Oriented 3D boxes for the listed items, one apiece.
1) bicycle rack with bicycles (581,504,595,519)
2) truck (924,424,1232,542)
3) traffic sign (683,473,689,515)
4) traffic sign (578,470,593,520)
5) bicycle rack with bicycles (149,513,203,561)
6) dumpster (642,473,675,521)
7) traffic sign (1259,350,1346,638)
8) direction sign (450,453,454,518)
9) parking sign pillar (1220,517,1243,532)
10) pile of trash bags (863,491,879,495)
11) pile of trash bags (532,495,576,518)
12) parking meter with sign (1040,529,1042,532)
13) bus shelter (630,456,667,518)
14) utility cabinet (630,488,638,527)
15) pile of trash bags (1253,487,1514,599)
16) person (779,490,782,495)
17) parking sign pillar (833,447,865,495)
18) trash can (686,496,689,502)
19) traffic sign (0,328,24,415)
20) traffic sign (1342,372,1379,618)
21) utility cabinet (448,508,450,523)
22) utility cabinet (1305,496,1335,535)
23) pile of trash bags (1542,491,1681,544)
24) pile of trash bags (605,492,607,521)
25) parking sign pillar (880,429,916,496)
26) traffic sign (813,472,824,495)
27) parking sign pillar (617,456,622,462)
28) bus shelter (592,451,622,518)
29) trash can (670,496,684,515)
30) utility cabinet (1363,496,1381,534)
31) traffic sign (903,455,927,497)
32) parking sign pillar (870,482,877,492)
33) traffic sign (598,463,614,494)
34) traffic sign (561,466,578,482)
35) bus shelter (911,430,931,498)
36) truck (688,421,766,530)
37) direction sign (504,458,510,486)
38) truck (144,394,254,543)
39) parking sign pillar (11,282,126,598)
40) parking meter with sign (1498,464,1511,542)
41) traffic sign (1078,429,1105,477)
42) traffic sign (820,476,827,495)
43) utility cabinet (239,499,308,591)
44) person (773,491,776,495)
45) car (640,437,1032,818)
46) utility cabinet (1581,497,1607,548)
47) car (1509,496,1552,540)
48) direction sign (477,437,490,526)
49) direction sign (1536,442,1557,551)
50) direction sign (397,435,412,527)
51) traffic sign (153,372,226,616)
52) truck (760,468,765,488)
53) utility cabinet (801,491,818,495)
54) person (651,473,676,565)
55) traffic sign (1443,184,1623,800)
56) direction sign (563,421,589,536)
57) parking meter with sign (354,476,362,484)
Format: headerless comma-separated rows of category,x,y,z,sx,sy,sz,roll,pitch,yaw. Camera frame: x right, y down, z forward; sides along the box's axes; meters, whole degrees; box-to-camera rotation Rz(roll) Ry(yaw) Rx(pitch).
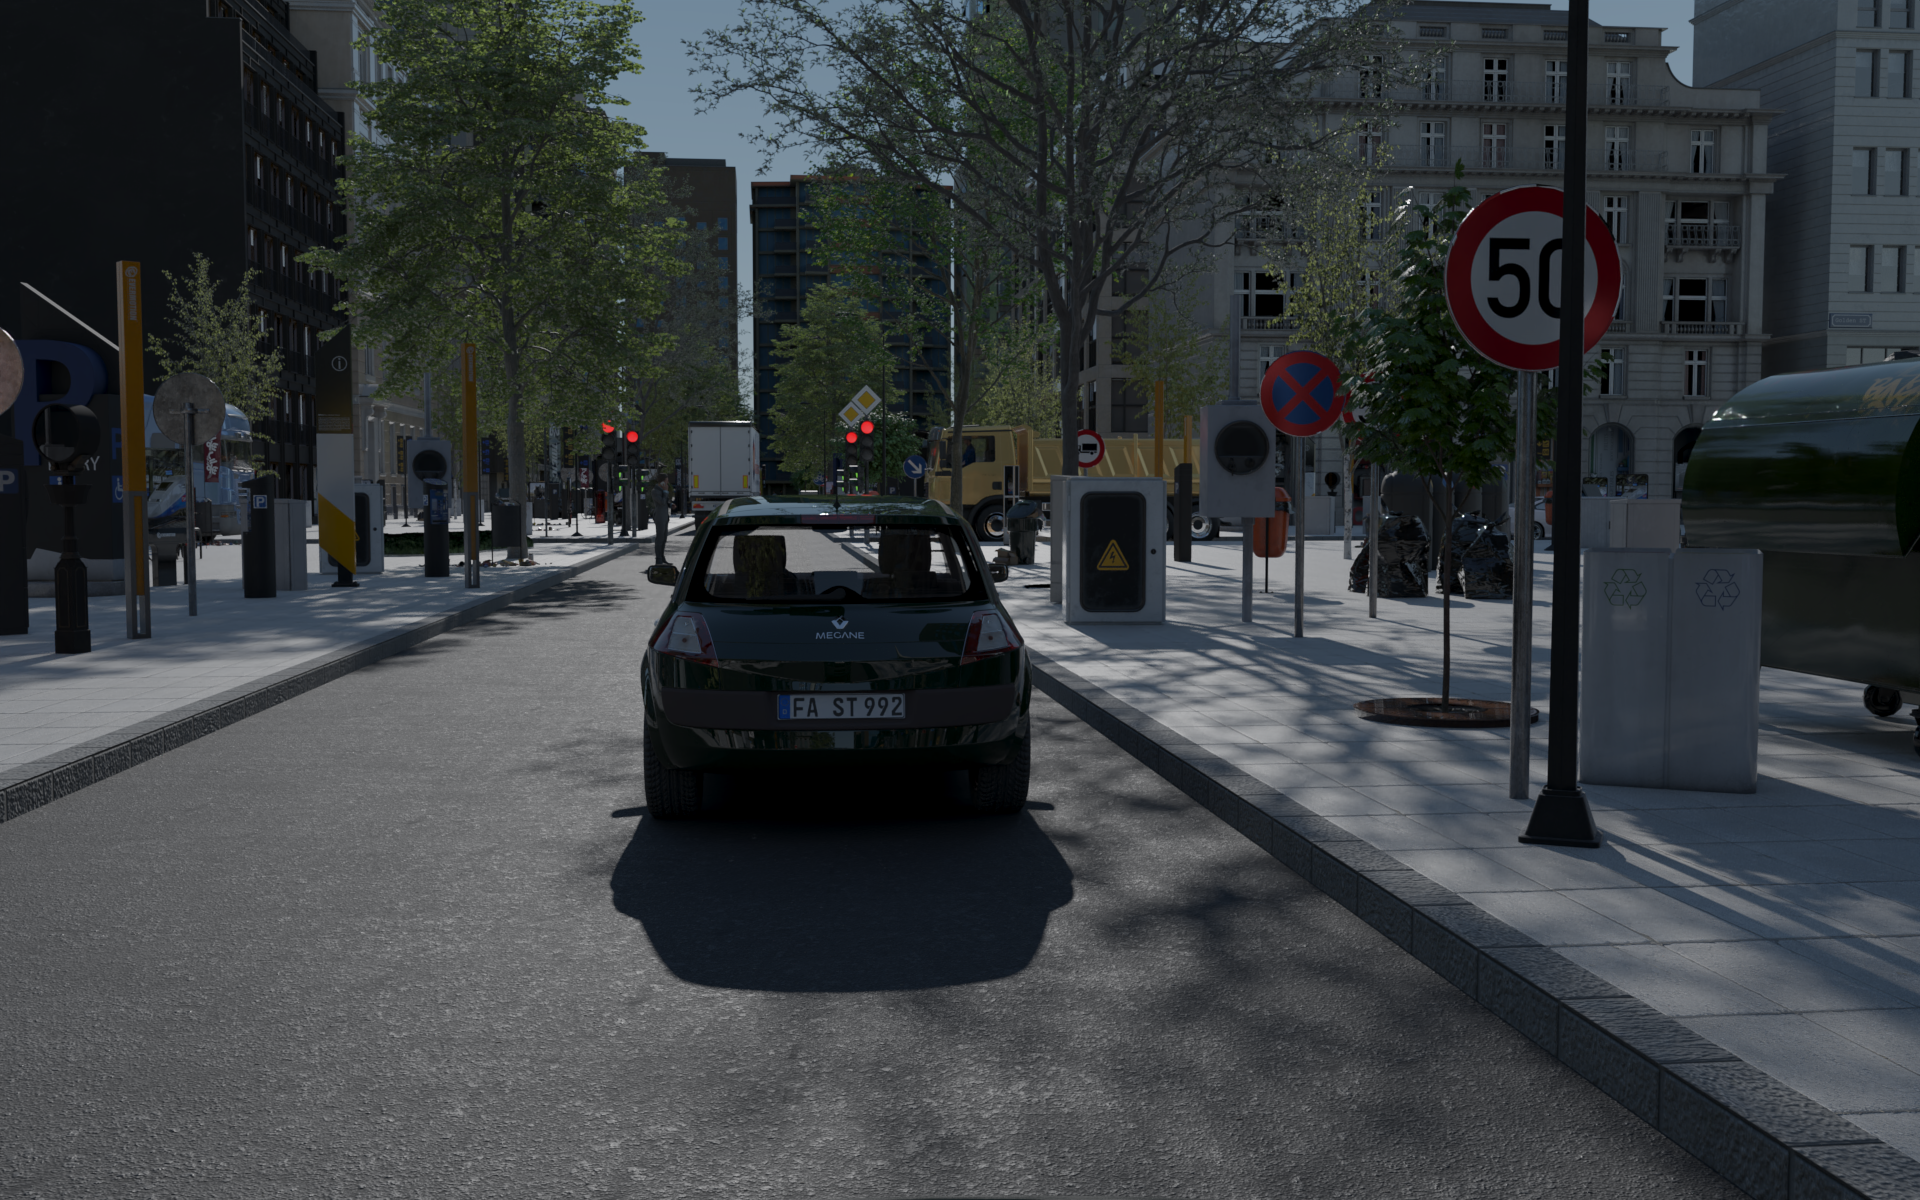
bicycle rack with bicycles,-17.632,-4.616,88.847,2.925,0.926,2.852,1,4,11
truck,3.027,-3.279,49.541,9.791,3.379,3.469,0,4,-5
traffic sign,-16.655,-6.389,104.558,0.768,2.556,0.104,0,4,-6
traffic sign,-18.796,-5.312,86.957,0.768,2.556,0.104,0,4,0
bicycle rack with bicycles,-15.782,-1.233,33.537,2.852,0.926,2.925,0,4,3
dumpster,-13.852,-4.694,79.242,1.502,2.255,1.985,0,4,-6
traffic sign,3.036,-0.938,15.439,0.768,2.556,0.104,0,4,0
direction sign,-26.995,-6.085,91.485,0.876,3.537,0.379,3,5,41
parking sign pillar,9.552,-4.338,59.395,1.447,3.967,1.447,3,4,36
pile of trash bags,-1.653,-2.749,54.702,3.447,1.369,1.912,-3,5,-39
pile of trash bags,-22.116,-5.007,91.618,3.447,1.369,1.912,-2,4,-26
parking meter with sign,1.937,-3.841,59.060,1.738,3.016,0.543,0,4,-5
bus shelter,-17.259,-6.199,95.272,2.014,3.302,5.546,0,4,-7
utility cabinet,-12.640,-3.609,67.679,0.318,1.500,1.173,-2,4,-25
pile of trash bags,5.385,-0.763,22.227,3.447,1.369,1.912,1,4,16
person,-16.810,-9.449,163.008,0.705,1.821,1.348,0,4,-7
parking sign pillar,-5.513,-5.703,81.710,1.447,3.967,1.447,-2,4,-31
trash can,-18.067,-6.220,113.354,0.748,1.137,0.748,0,3,0
traffic sign,-7.128,-0.756,12.468,0.768,2.556,0.104,0,4,-4
traffic sign,4.282,-1.088,17.890,0.768,2.556,0.104,0,4,-6
utility cabinet,-22.908,-3.976,76.168,1.020,1.237,0.306,2,4,25
utility cabinet,11.326,-2.665,54.742,1.020,1.237,0.306,3,5,43
pile of trash bags,17.253,-2.213,45.930,3.447,1.369,1.912,1,4,15
pile of trash bags,-16.458,-4.438,82.316,1.912,1.369,3.447,0,4,6
parking sign pillar,-2.347,-5.061,71.212,1.447,3.967,1.447,2,4,24
traffic sign,-7.991,-6.019,98.513,0.768,2.556,0.104,0,4,-5
parking sign pillar,-21.396,-7.239,106.833,1.447,3.967,1.447,0,4,-8
bus shelter,-19.616,-6.517,97.828,1.731,3.624,6.357,0,4,-6
trash can,-17.876,-5.880,107.798,0.748,1.137,0.748,0,3,0
utility cabinet,13.285,-2.720,55.627,0.306,1.237,1.020,3,4,38
traffic sign,-1.467,-3.457,56.621,0.768,2.556,0.104,0,4,0
parking sign pillar,-4.884,-6.725,98.431,1.447,3.967,1.447,-3,5,-40
traffic sign,-14.364,-4.318,70.704,0.768,2.556,0.104,0,4,-5
traffic sign,-16.870,-4.568,74.788,0.768,2.556,0.104,0,4,-2
bus shelter,-1.020,-4.581,66.187,1.731,3.624,6.357,0,4,-6
truck,-9.693,-5.109,72.447,2.839,4.237,11.283,0,4,-5
direction sign,-28.249,-7.135,108.652,0.379,3.537,0.876,2,4,34
truck,-27.609,-3.379,45.007,18.799,4.110,2.967,0,4,-6
parking sign pillar,-11.310,-2.051,22.011,1.447,3.967,1.447,0,4,5
parking meter with sign,10.684,-2.346,34.611,0.543,3.016,1.738,0,4,6
traffic sign,2.465,-2.073,34.005,0.768,2.556,0.104,0,4,-4
traffic sign,-9.019,-6.979,114.213,0.768,2.556,0.104,0,4,1
utility cabinet,-9.219,-0.741,23.281,1.020,1.237,0.306,2,4,31
person,-19.746,-10.668,183.714,1.217,1.735,0.721,3,4,37
car,-0.677,0.041,9.121,2.009,1.686,4.222,0,4,-5
utility cabinet,15.128,-1.812,40.794,1.020,1.237,0.306,2,4,28
car,17.910,-2.390,51.435,4.827,1.381,2.083,0,4,-6
direction sign,-19.147,-4.714,69.065,0.876,3.537,0.379,-3,5,-41
direction sign,13.433,-2.883,39.141,0.876,3.537,0.379,3,5,40
direction sign,-21.567,-4.609,67.353,0.379,3.537,0.876,1,4,21
traffic sign,-8.084,-1.105,18.177,0.768,2.556,0.104,0,4,0
truck,-20.923,-11.167,172.343,2.967,4.110,18.799,0,4,-6
utility cabinet,-10.879,-7.115,125.014,1.173,1.500,0.318,0,4,5
person,-5.881,-1.603,34.516,0.447,1.846,0.655,0,4,5
traffic sign,2.359,-0.436,7.231,0.768,2.556,0.104,0,4,-6
direction sign,-11.630,-3.701,52.501,0.379,3.537,0.876,3,5,43
parking meter with sign,-25.263,-4.644,72.188,1.738,3.016,0.543,-1,4,-16
